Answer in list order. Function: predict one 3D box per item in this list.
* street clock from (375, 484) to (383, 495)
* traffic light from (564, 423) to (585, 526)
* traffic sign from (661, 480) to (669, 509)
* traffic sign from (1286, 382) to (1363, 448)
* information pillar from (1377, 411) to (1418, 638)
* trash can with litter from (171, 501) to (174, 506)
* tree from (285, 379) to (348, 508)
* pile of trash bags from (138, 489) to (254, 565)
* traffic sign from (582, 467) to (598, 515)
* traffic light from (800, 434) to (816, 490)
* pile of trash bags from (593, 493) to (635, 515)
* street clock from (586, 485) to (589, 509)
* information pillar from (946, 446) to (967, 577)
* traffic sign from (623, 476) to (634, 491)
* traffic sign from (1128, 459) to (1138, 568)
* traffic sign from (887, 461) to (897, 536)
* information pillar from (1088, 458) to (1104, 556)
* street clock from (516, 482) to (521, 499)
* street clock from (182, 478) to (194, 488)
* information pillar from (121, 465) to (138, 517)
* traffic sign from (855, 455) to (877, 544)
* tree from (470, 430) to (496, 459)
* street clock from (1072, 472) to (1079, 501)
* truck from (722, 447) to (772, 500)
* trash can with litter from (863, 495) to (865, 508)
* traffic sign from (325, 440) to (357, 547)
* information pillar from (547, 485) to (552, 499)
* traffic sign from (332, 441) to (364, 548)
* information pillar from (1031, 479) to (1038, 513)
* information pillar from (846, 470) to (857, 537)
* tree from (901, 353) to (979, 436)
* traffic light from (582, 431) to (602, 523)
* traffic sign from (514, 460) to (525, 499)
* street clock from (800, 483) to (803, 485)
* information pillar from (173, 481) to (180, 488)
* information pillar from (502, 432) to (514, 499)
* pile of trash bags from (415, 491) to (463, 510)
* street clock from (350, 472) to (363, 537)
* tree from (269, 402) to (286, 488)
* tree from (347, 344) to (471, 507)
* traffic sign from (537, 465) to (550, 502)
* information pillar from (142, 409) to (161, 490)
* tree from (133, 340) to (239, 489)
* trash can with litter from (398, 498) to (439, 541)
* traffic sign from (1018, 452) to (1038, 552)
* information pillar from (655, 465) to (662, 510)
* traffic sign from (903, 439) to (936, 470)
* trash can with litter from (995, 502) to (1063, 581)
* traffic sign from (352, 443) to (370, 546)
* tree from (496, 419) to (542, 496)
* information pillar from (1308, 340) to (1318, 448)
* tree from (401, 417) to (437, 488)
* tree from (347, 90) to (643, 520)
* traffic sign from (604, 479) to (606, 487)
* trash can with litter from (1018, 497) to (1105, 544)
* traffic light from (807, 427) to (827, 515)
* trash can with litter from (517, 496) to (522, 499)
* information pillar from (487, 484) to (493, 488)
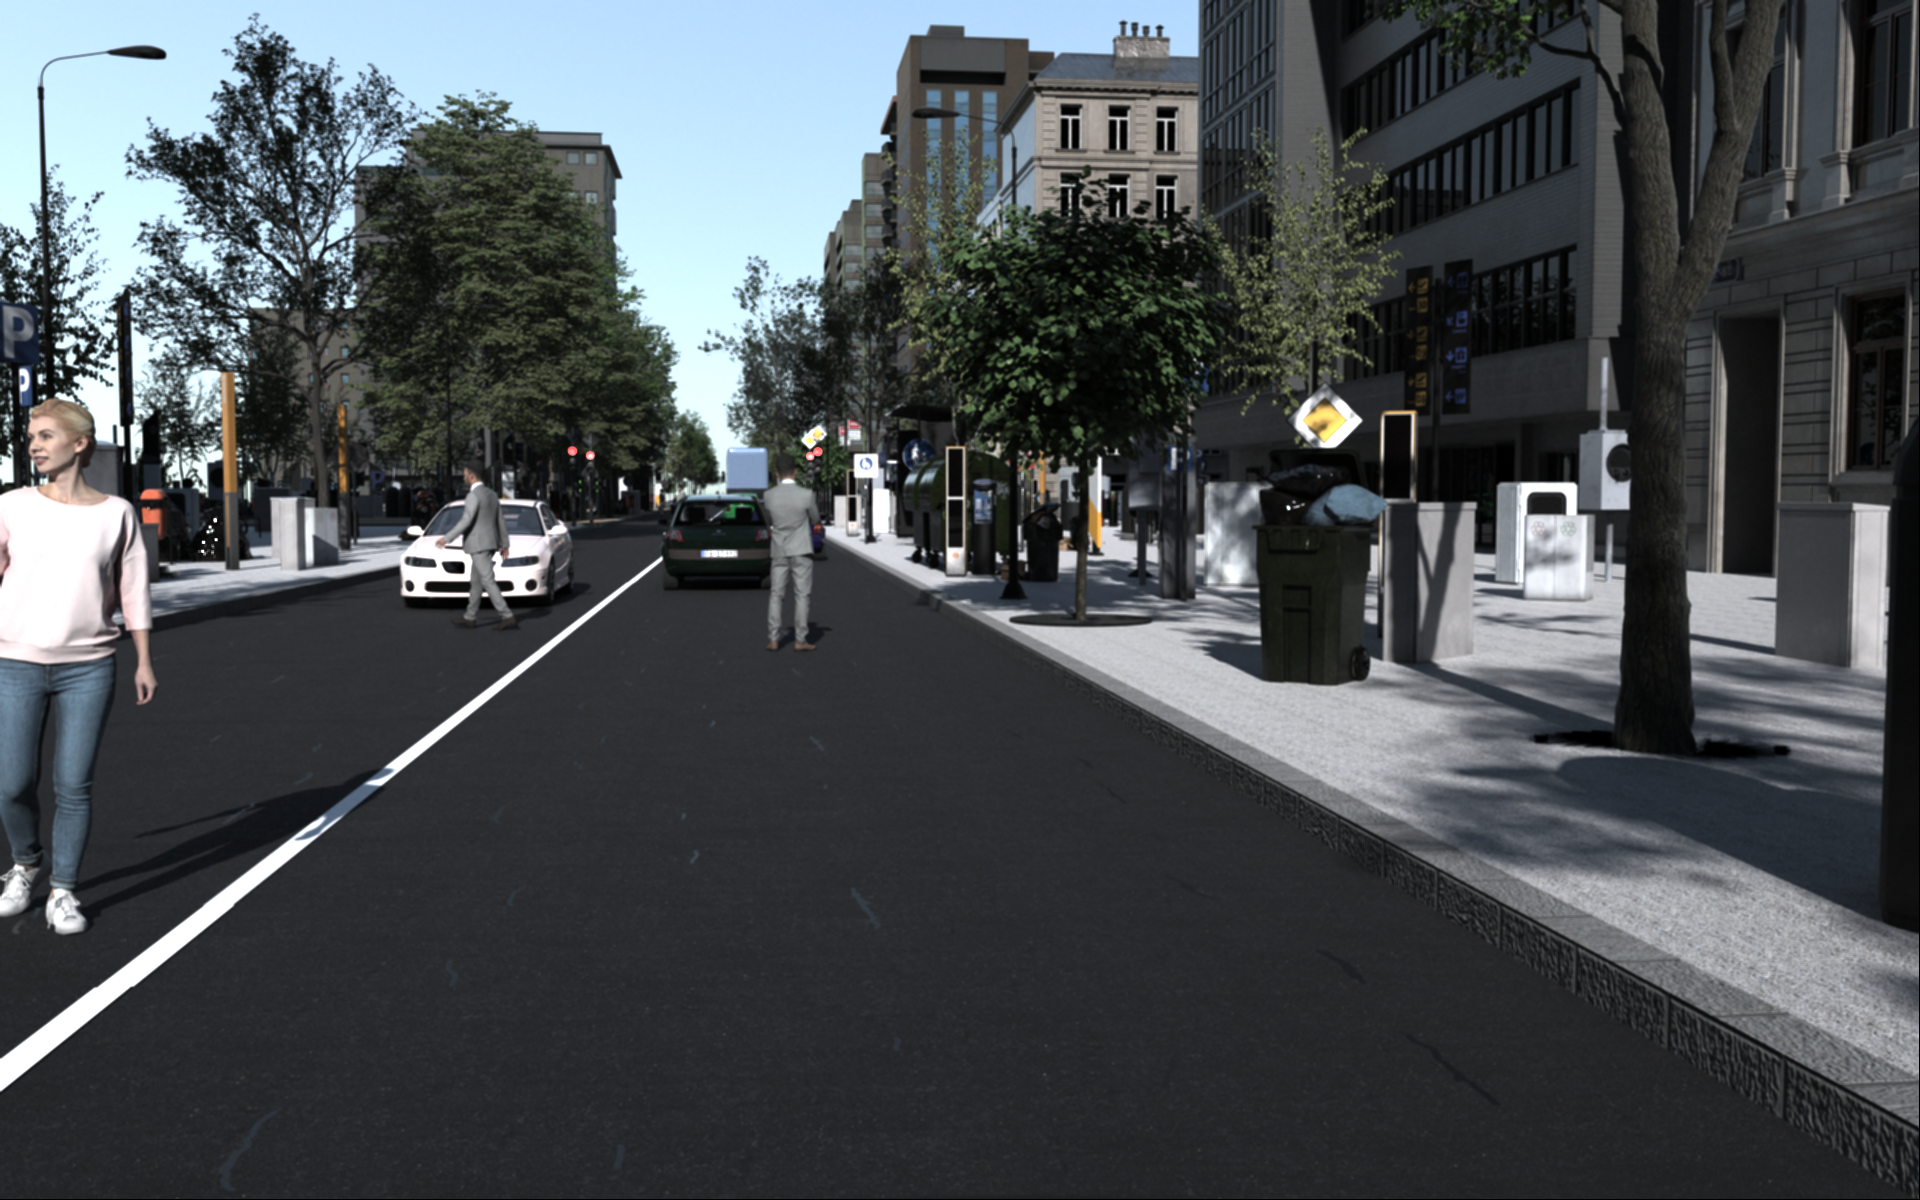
[{"bbox_3d":[-42.205,-7.416,125.827,0.471,2.002,0.358,1,4,12],"label":"street clock"},{"bbox_3d":[-15.287,-4.872,68.579,0.839,4.253,0.868,0,4,-7],"label":"traffic light"},{"bbox_3d":[-25.770,-9.244,151.250,0.768,2.556,0.104,0,4,1],"label":"traffic sign"},{"bbox_3d":[3.749,-1.021,17.885,0.795,2.450,0.064,0,4,1],"label":"traffic sign"},{"bbox_3d":[3.904,-0.671,15.457,0.304,2.012,0.304,1,4,19],"label":"information pillar"},{"bbox_3d":[-19.999,-1.976,43.697,0.624,1.170,1.055,-2,4,-35],"label":"trash can with litter"},{"bbox_3d":[-39.673,-9.724,109.357,4.360,8.622,3.978,0,3,0],"label":"tree"},{"bbox_3d":[-14.695,-1.405,32.728,1.912,1.369,3.447,0,4,-7],"label":"pile of trash bags"},{"bbox_3d":[-17.113,-4.894,80.125,0.768,2.556,0.104,0,4,-6],"label":"traffic sign"},{"bbox_3d":[-6.740,-5.430,77.704,0.839,4.253,0.868,0,4,-7],"label":"traffic light"},{"bbox_3d":[-20.999,-5.899,106.196,1.912,1.369,3.447,-3,5,-44],"label":"pile of trash bags"},{"bbox_3d":[-31.258,-8.608,145.309,0.358,2.002,0.471,2,4,31],"label":"street clock"},{"bbox_3d":[-0.052,-1.368,26.864,0.304,2.012,0.304,0,4,6],"label":"information pillar"},{"bbox_3d":[-22.825,-7.291,119.310,0.768,2.556,0.104,0,4,-2],"label":"traffic sign"},{"bbox_3d":[2.944,-1.725,28.305,0.768,2.556,0.104,0,4,2],"label":"traffic sign"},{"bbox_3d":[-1.940,-3.124,53.205,0.606,2.300,0.079,0,4,1],"label":"traffic sign"},{"bbox_3d":[2.806,-2.740,36.147,0.183,3.616,0.504,-2,4,-27],"label":"information pillar"},{"bbox_3d":[-26.916,-6.147,105.069,0.471,2.002,0.358,-3,5,-40],"label":"street clock"},{"bbox_3d":[-34.890,-4.509,78.288,0.471,2.002,0.358,-2,4,-32],"label":"street clock"},{"bbox_3d":[-20.823,-2.382,43.444,0.304,2.012,0.304,-1,4,-15],"label":"information pillar"},{"bbox_3d":[-2.406,-2.585,44.393,0.606,2.300,0.079,0,4,-6],"label":"traffic sign"},{"bbox_3d":[-34.583,-10.338,119.393,4.360,8.622,3.978,0,3,0],"label":"tree"},{"bbox_3d":[3.886,-3.253,57.750,0.358,2.002,0.471,-1,4,-9],"label":"street clock"},{"bbox_3d":[-11.449,-6.389,94.211,2.967,4.110,18.799,0,4,-8],"label":"truck"},{"bbox_3d":[-8.076,-8.664,153.050,1.055,1.170,0.624,1,4,9],"label":"trash can with litter"},{"bbox_3d":[-15.039,-2.565,41.935,0.884,2.594,0.081,0,4,-3],"label":"traffic sign"},{"bbox_3d":[-31.547,-7.866,133.093,0.304,2.012,0.304,-2,4,-35],"label":"information pillar"},{"bbox_3d":[-14.646,-2.529,41.458,0.768,2.556,0.104,0,4,1],"label":"traffic sign"},{"bbox_3d":[3.710,-5.016,86.502,0.304,2.012,0.304,-1,4,-16],"label":"information pillar"},{"bbox_3d":[-3.275,-2.933,52.441,0.304,2.012,0.304,-1,4,-10],"label":"information pillar"},{"bbox_3d":[-1.042,-8.741,93.271,4.360,8.622,3.978,0,3,0],"label":"tree"},{"bbox_3d":[-16.275,-5.357,76.503,0.839,4.253,0.868,0,4,-7],"label":"traffic light"},{"bbox_3d":[-16.746,-3.981,65.200,0.768,2.556,0.104,0,4,0],"label":"traffic sign"},{"bbox_3d":[-8.502,-5.389,92.675,0.358,2.002,0.471,1,4,12],"label":"street clock"},{"bbox_3d":[-42.741,-5.507,94.525,0.304,2.012,0.304,0,4,-2],"label":"information pillar"},{"bbox_3d":[-16.814,-4.472,64.478,0.183,3.616,0.504,3,4,38],"label":"information pillar"},{"bbox_3d":[-15.409,-2.662,53.269,1.912,1.369,3.447,2,4,25],"label":"pile of trash bags"},{"bbox_3d":[-18.147,-2.895,51.896,0.471,2.002,0.358,0,4,6],"label":"street clock"},{"bbox_3d":[-46.224,-10.353,119.641,4.360,8.622,3.978,0,3,0],"label":"tree"},{"bbox_3d":[-25.908,-8.028,81.613,4.360,8.622,3.978,0,3,0],"label":"tree"},{"bbox_3d":[-18.357,-4.640,75.977,0.768,2.556,0.104,0,4,2],"label":"traffic sign"},{"bbox_3d":[-22.399,-3.468,48.061,0.504,3.616,0.183,0,4,7],"label":"information pillar"},{"bbox_3d":[-37.417,-8.164,83.848,4.360,8.622,3.978,0,3,0],"label":"tree"},{"bbox_3d":[-14.990,-2.220,47.679,1.055,1.170,0.624,1,4,18],"label":"trash can with litter"},{"bbox_3d":[1.379,-2.328,38.171,0.768,2.556,0.104,0,4,-4],"label":"traffic sign"},{"bbox_3d":[-23.945,-8.946,137.615,0.504,3.616,0.183,-1,4,-14],"label":"information pillar"},{"bbox_3d":[-0.929,-2.432,39.869,0.768,2.556,0.104,0,4,-1],"label":"traffic sign"},{"bbox_3d":[0.997,-0.866,25.549,1.055,1.170,0.624,3,4,36],"label":"trash can with litter"},{"bbox_3d":[-15.021,-2.620,42.948,0.768,2.556,0.104,0,4,-5],"label":"traffic sign"},{"bbox_3d":[-36.990,-11.937,145.531,4.360,8.622,3.978,0,3,0],"label":"tree"},{"bbox_3d":[5.419,-2.158,26.645,0.183,3.616,0.504,0,4,4],"label":"information pillar"},{"bbox_3d":[-44.599,-11.840,143.947,4.737,8.622,4.395,0,3,0],"label":"tree"},{"bbox_3d":[-13.318,-8.024,49.320,7.486,12.596,7.792,0,3,0],"label":"tree"},{"bbox_3d":[-27.693,-8.341,136.483,0.768,2.556,0.104,0,4,-6],"label":"traffic sign"},{"bbox_3d":[2.530,-2.056,44.667,2.233,1.210,1.678,1,4,17],"label":"trash can with litter"},{"bbox_3d":[-5.752,-4.946,69.780,0.839,4.253,0.868,0,4,-7],"label":"traffic light"},{"bbox_3d":[-29.417,-6.314,114.620,1.055,1.170,0.624,3,5,40],"label":"trash can with litter"},{"bbox_3d":[-33.254,-7.225,122.624,0.304,2.012,0.304,1,4,22],"label":"information pillar"}]
